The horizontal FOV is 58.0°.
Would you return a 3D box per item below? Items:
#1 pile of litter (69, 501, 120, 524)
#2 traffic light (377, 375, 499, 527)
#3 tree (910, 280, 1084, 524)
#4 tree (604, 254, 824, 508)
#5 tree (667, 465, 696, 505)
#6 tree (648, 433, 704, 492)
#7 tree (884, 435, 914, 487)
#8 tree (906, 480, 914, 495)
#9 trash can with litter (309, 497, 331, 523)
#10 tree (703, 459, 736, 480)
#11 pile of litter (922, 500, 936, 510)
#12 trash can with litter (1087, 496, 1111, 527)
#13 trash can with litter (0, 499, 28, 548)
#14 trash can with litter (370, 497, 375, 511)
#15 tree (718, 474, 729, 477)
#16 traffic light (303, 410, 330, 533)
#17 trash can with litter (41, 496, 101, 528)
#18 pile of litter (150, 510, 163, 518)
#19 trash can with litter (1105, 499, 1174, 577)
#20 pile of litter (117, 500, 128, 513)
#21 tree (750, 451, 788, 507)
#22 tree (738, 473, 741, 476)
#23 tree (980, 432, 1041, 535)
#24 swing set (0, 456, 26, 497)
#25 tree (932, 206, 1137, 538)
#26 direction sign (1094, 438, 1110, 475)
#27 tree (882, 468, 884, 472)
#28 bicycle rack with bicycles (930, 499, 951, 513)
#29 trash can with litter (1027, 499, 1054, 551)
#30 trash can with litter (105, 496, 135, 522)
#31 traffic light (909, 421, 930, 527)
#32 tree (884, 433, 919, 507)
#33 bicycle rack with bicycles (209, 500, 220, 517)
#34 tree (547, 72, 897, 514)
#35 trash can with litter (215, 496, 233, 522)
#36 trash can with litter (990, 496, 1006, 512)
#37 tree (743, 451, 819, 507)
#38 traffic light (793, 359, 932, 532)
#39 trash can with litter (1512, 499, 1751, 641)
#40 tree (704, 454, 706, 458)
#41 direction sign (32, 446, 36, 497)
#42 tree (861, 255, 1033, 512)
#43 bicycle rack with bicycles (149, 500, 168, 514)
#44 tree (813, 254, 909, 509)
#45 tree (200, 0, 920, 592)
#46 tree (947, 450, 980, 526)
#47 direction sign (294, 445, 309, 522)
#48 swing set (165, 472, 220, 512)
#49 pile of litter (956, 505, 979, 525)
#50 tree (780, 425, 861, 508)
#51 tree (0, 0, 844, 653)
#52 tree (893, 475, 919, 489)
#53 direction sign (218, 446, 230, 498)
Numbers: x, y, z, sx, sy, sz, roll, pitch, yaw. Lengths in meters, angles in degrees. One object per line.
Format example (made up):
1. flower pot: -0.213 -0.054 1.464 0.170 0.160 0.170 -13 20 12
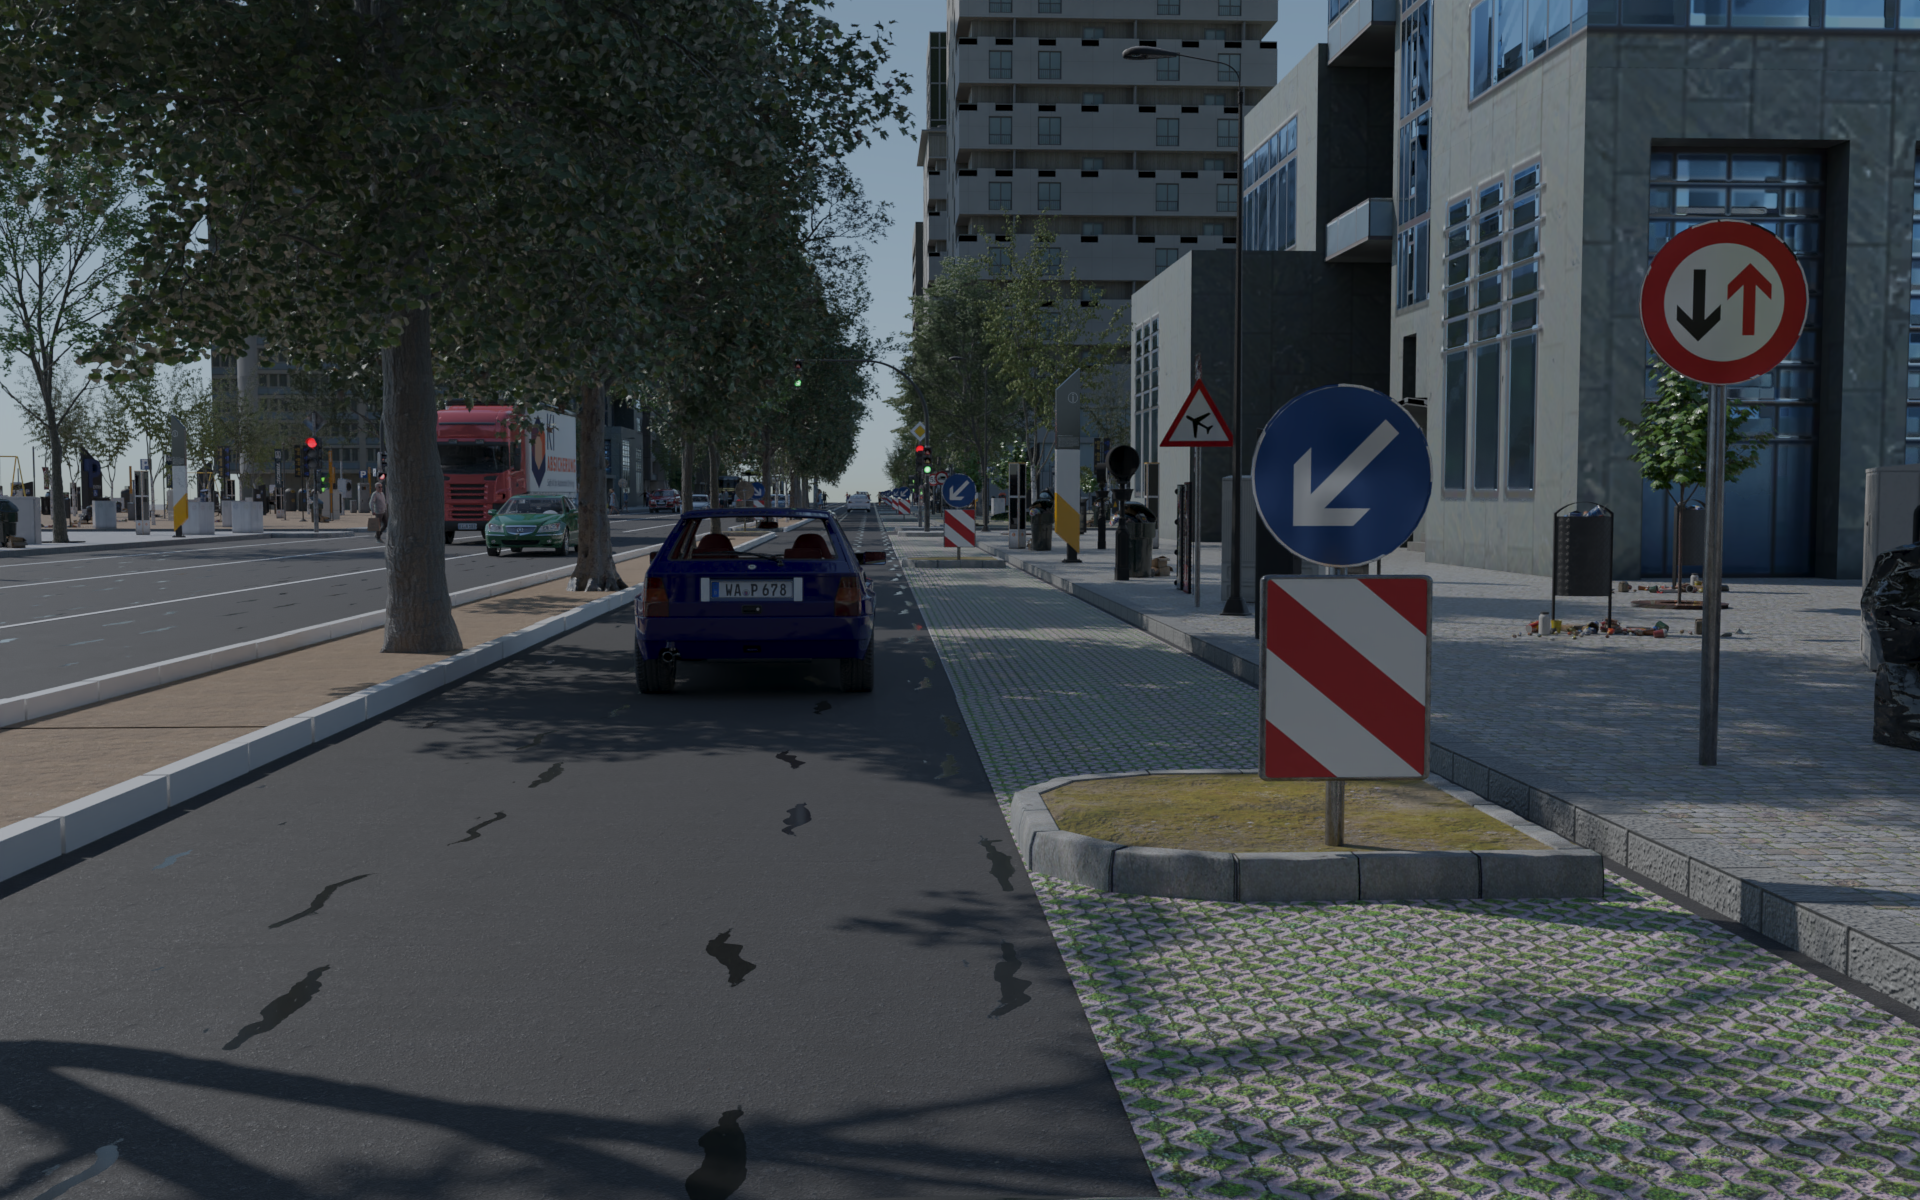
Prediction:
1. pile of litter: -36.843 -3.630 73.323 1.719 0.858 1.176 1 4 18
2. traffic light: -19.804 -5.577 65.859 4.771 5.953 1.251 0 4 -3
3. tree: 1.132 -8.584 74.768 8.767 10.594 7.601 0 4 -3
4. tree: -7.754 -7.693 53.994 9.928 11.665 9.643 0 3 0
5. tree: -30.331 -12.526 188.510 4.285 4.588 4.351 0 3 0
6. tree: -29.494 -13.758 175.298 4.737 8.622 4.395 0 3 0
7. tree: -6.231 -15.410 202.316 4.360 8.622 3.978 0 3 0
8. tree: -5.981 -13.467 214.790 1.663 3.219 1.824 0 3 0
9. trash can with litter: -28.611 -4.047 77.560 1.055 1.170 0.624 2 4 27
10. tree: -32.910 -17.460 235.836 4.360 8.622 3.978 0 3 0
11. pile of litter: -2.253 -7.819 141.811 1.719 0.858 1.176 2 4 26
12. trash can with litter: 5.179 -3.381 66.674 0.624 1.170 1.055 -3 5 -40
13. trash can with litter: -22.587 -1.828 41.280 1.055 1.170 0.624 2 4 34
14. trash can with litter: -44.292 -7.280 130.414 1.055 1.170 0.624 1 4 17
15. tree: -34.684 -16.359 251.184 4.285 4.588 4.351 0 3 0
16. traffic light: -21.479 -4.209 57.742 0.839 4.253 0.868 0 4 -3
17. trash can with litter: -34.644 -3.388 66.451 2.233 1.210 1.678 1 4 11
18. pile of litter: -44.501 -4.960 95.061 1.719 0.858 1.176 3 5 44
19. trash can with litter: 2.838 -0.948 26.892 0.624 1.170 1.055 3 4 38
20. pile of litter: -57.325 -6.396 118.543 1.176 0.858 1.719 0 4 0
21. tree: -8.641 -7.849 81.144 4.737 8.622 4.395 0 3 0
22. tree: -34.036 -18.847 258.514 4.360 8.622 3.978 0 3 0
23. tree: 1.798 -3.660 54.449 1.663 3.219 1.824 0 3 0
24. swing set: -39.686 -4.421 69.902 2.862 2.851 3.119 3 5 44
25. tree: 2.073 -5.756 44.473 4.737 8.622 4.395 0 3 0
26. direction sign: 5.732 -4.773 70.042 0.876 3.537 0.379 -3 5 -40
27. tree: -7.035 -15.808 208.816 4.737 8.622 4.395 0 3 0
28. bicycle rack with bicycles: -0.896 -6.475 119.252 2.925 0.926 2.852 -1 4 -19
29. trash can with litter: 1.746 -1.714 39.405 0.624 1.170 1.055 -1 4 -15
30. trash can with litter: -39.196 -4.214 79.949 2.233 1.210 1.678 0 4 5
31. traffic light: -1.555 -4.762 66.774 0.839 4.253 0.868 0 4 -3
32. tree: -4.541 -13.632 173.247 4.737 8.622 4.395 0 3 0
33. bicycle rack with bicycles: -42.046 -5.251 99.236 2.925 0.926 2.852 0 4 8
34. tree: -5.499 -5.939 33.977 8.767 10.594 7.601 0 4 -3
35. trash can with litter: -33.770 -4.144 78.816 2.233 1.210 1.678 -1 4 -11
36. trash can with litter: 2.613 -6.577 118.921 1.055 1.170 0.624 -1 4 -18
37. tree: -8.645 -8.172 86.425 4.360 8.622 3.978 0 3 0
38. traffic light: -3.230 -5.130 58.551 4.771 5.953 1.251 0 4 -3
39. trash can with litter: 6.109 -0.290 15.806 2.233 1.210 1.678 1 4 9
40. tree: -31.953 -15.592 205.286 4.737 8.622 4.395 0 3 0
41. direction sign: -43.903 -5.514 82.147 0.379 3.537 0.876 -2 4 -32
42. tree: 0.085 -10.101 83.279 7.486 12.596 7.792 0 3 0
43. bicycle rack with bicycles: -51.517 -6.042 112.170 2.852 0.926 2.925 -2 4 -28
44. tree: -10.101 -16.924 135.048 12.611 20.169 13.585 0 3 0
45. tree: -5.408 -6.468 25.215 9.611 12.733 9.660 0 3 0
46. tree: 0.562 -4.593 69.698 1.663 3.219 1.824 0 3 0
47. direction sign: -30.605 -5.419 80.599 0.379 3.537 0.876 1 4 23
48. swing set: -55.229 -7.772 124.699 3.119 2.851 2.862 1 4 10
49. pile of litter: 0.197 -3.611 72.998 1.176 0.858 1.719 0 4 -1
50. tree: -10.121 -11.768 112.995 7.486 12.596 7.792 0 3 0
51. tree: -4.889 -6.492 15.265 9.857 13.997 8.962 0 3 0
52. tree: -7.050 -14.986 228.737 4.285 4.588 4.351 0 3 0
53. direction sign: -34.521 -5.461 81.283 0.876 3.537 0.379 2 4 34
